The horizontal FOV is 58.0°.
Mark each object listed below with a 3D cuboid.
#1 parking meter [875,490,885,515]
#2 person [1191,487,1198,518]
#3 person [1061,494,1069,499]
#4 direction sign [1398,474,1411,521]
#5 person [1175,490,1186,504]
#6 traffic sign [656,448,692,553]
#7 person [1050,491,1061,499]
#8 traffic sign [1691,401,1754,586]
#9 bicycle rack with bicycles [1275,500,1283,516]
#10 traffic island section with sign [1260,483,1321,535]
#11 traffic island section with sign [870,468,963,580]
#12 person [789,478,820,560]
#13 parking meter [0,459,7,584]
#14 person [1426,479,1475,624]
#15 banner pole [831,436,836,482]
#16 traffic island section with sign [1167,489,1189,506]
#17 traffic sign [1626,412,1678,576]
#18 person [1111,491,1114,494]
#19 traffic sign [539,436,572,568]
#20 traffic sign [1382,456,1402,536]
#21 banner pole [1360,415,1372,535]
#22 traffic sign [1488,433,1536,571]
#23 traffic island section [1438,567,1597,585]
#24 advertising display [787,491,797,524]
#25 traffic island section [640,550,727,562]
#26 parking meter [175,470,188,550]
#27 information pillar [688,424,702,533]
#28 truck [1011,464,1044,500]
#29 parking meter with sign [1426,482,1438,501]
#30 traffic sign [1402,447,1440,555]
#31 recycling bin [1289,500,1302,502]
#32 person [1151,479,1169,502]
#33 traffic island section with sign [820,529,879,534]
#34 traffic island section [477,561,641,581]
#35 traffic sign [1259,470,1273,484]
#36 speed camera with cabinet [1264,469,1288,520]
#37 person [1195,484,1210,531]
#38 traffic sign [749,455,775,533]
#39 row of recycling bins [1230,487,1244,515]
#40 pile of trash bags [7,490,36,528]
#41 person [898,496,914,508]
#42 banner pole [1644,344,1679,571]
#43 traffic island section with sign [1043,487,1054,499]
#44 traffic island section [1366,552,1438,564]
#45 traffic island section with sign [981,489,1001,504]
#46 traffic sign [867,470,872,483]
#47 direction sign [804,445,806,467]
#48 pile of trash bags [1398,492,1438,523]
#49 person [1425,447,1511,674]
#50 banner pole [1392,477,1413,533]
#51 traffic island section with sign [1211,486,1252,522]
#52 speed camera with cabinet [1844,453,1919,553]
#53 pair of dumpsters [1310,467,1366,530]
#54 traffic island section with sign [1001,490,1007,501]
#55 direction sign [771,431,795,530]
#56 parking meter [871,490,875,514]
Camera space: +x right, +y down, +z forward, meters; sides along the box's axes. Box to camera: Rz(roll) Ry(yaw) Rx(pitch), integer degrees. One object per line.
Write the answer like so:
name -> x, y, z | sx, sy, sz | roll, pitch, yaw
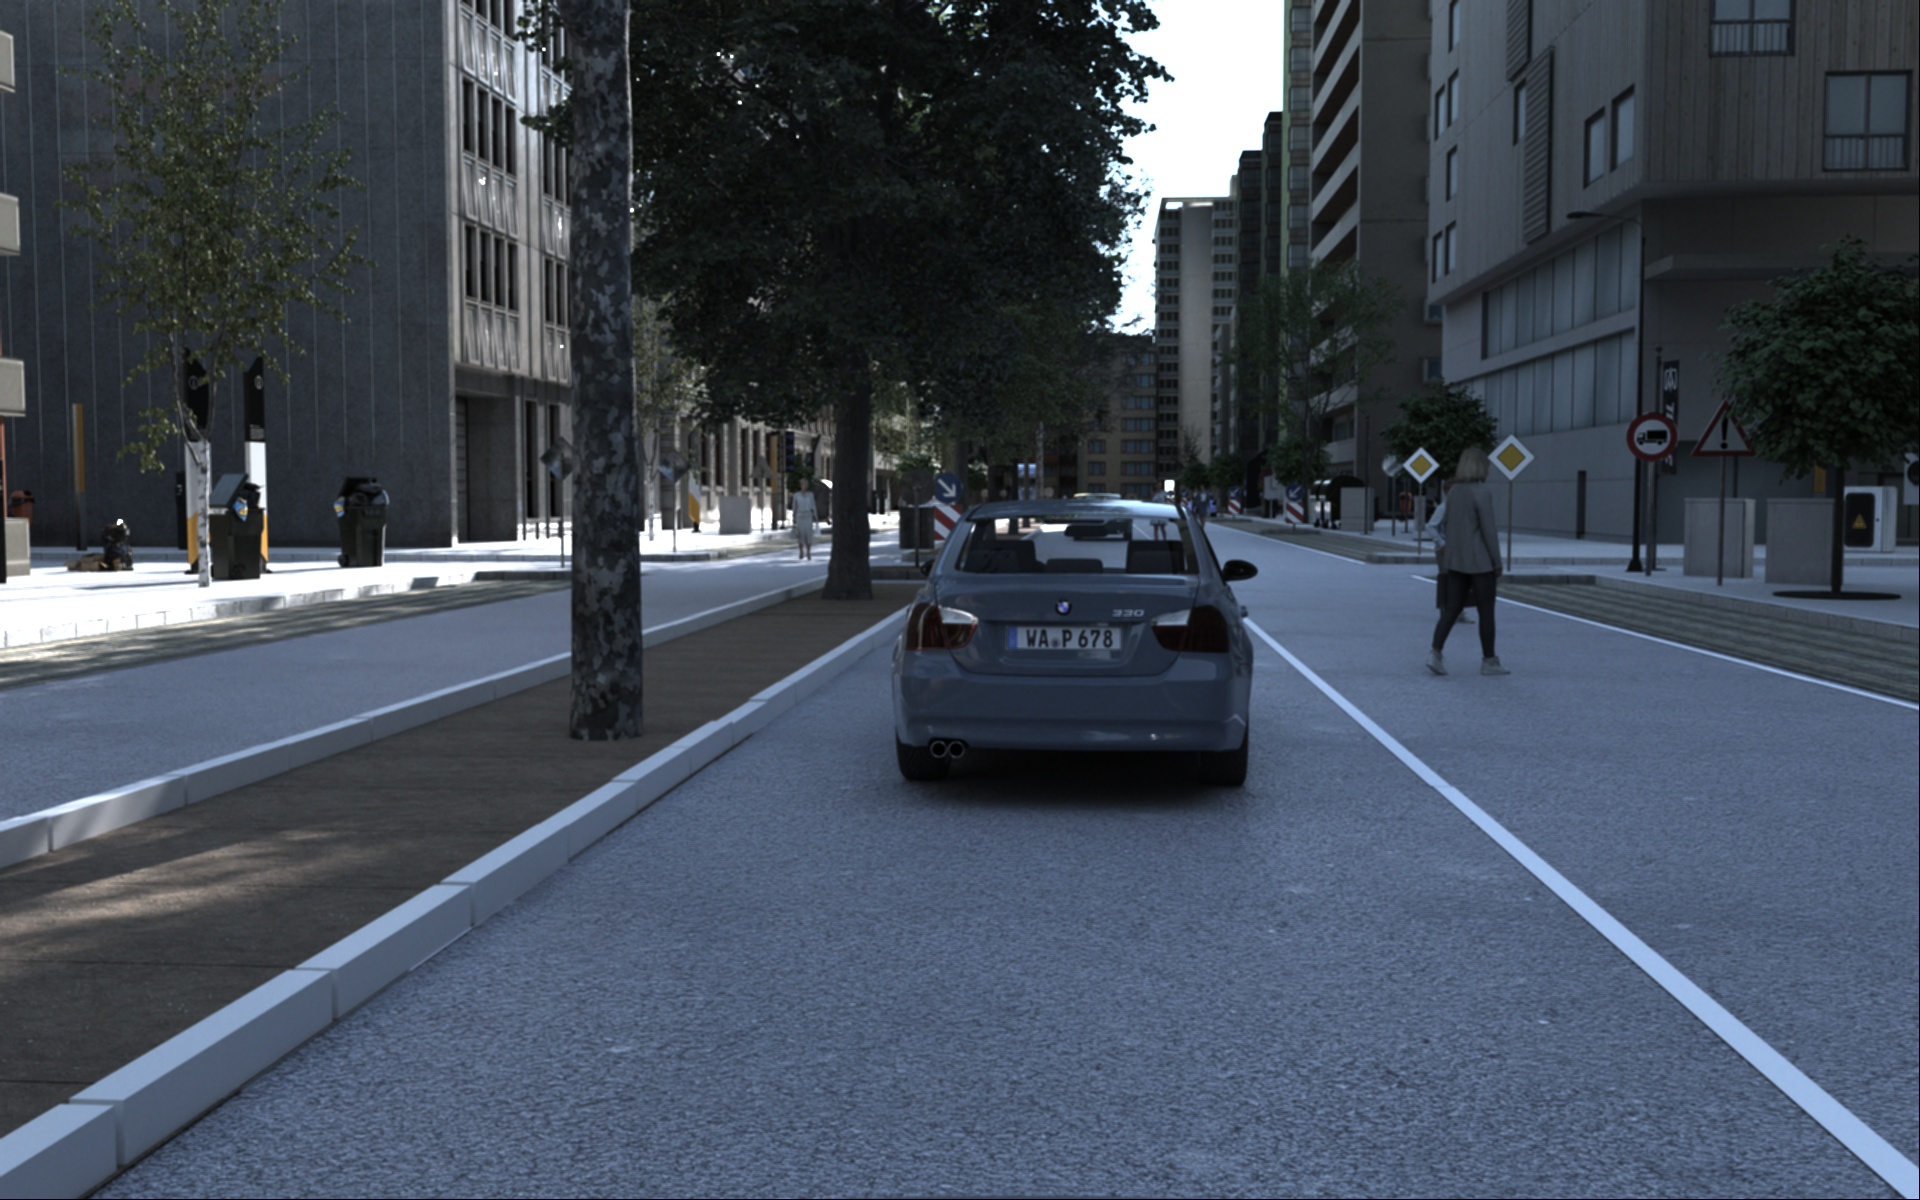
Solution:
parking meter -> -4.836, -6.038, 107.135 | 0.372, 1.533, 0.369 | 0, 3, 0
person -> 13.268, -5.442, 97.435 | 0.622, 1.834, 0.822 | 1, 4, 19
person -> 8.957, -8.344, 148.108 | 0.799, 1.438, 0.628 | -2, 4, -33
direction sign -> 20.960, -5.505, 81.997 | 0.379, 3.537, 0.876 | -3, 5, -43
person -> 18.430, -8.267, 144.382 | 1.217, 1.735, 0.721 | -2, 4, -27
traffic sign -> -6.257, -2.097, 37.928 | 0.795, 2.450, 0.064 | 0, 4, 5
person -> 10.269, -10.901, 186.825 | 1.348, 1.812, 0.705 | 0, 4, 0
traffic sign -> 10.643, -1.479, 24.190 | 0.884, 2.594, 0.081 | 0, 4, 5
bicycle rack with bicycles -> 19.476, -5.534, 103.855 | 2.852, 0.926, 2.925 | 0, 4, 1
traffic island section with sign -> 11.768, -3.259, 61.917 | 1.989, 1.847, 2.006 | 0, 4, 5
traffic island section with sign -> -0.808, -1.324, 29.786 | 2.006, 1.907, 1.989 | 0, 4, 5
person -> -3.358, -1.768, 37.754 | 0.694, 1.780, 0.624 | 0, 4, 6
parking meter -> -13.866, -1.166, 24.783 | 0.399, 1.863, 0.255 | 3, 5, 42
person -> 5.426, -0.540, 19.142 | 0.589, 1.601, 0.330 | -2, 4, -25
banner pole -> -5.355, -5.172, 74.582 | 0.401, 3.779, 0.863 | -3, 5, -43
traffic island section with sign -> 17.798, -7.928, 138.256 | 1.989, 1.847, 2.006 | 0, 4, 5
traffic sign -> 10.797, -1.650, 27.092 | 0.768, 2.556, 0.104 | 1, 4, 11
person -> 16.075, -10.669, 183.760 | 0.721, 1.723, 1.217 | -1, 4, -22
traffic sign -> -6.887, -1.610, 29.968 | 0.795, 2.450, 0.064 | 0, 4, 5
traffic sign -> 13.214, -3.218, 52.717 | 0.768, 2.556, 0.104 | 1, 4, 10
banner pole -> 12.982, -3.981, 55.114 | 0.401, 3.779, 0.863 | 1, 4, 23
traffic sign -> 9.106, -1.532, 28.688 | 0.795, 2.450, 0.064 | 0, 4, 5
traffic island section -> 9.130, -0.396, 28.763 | 2.009, 0.180, 2.903 | 0, 4, 5
advertising display -> -6.879, -4.198, 73.843 | 0.974, 1.923, 0.123 | 0, 4, 4
traffic island section -> -6.281, -0.961, 37.992 | 2.009, 0.180, 2.903 | 0, 4, 5
parking meter -> -17.808, -2.090, 39.875 | 0.255, 1.863, 0.399 | 2, 4, 30
information pillar -> -8.857, -4.061, 57.759 | 0.183, 3.616, 0.504 | 2, 4, 30
truck -> 6.549, -10.516, 161.689 | 2.967, 4.110, 18.799 | 0, 4, 4
parking meter with sign -> 22.301, -5.214, 81.517 | 1.738, 3.016, 0.543 | 1, 4, 18
traffic sign -> 9.736, -2.019, 36.648 | 0.795, 2.450, 0.064 | 0, 4, 5
recycling bin -> 15.043, -3.945, 77.049 | 0.722, 1.027, 0.722 | 0, 4, 1
person -> 5.173, -2.239, 45.199 | 0.616, 1.811, 0.778 | 1, 4, 23
traffic island section with sign -> -3.991, -3.310, 62.745 | 1.989, 1.847, 2.006 | 0, 4, 5
traffic island section -> -6.911, -0.474, 30.032 | 2.009, 0.180, 2.903 | 0, 4, 5
traffic sign -> 16.520, -5.704, 93.371 | 0.768, 2.556, 0.104 | 0, 4, 6
speed camera with cabinet -> 16.345, -5.674, 87.104 | 2.038, 3.252, 0.660 | -1, 4, -15
person -> 9.499, -3.614, 67.606 | 0.581, 1.822, 0.654 | 2, 4, 25
traffic sign -> -6.597, -3.531, 57.737 | 0.884, 2.594, 0.081 | 1, 4, 9
row of recycling bins -> 17.421, -6.171, 108.003 | 1.069, 1.692, 3.534 | 0, 4, 0
pile of trash bags -> -22.438, -1.843, 39.882 | 1.912, 1.369, 3.447 | 0, 4, 2
person -> -2.735, -4.725, 86.022 | 0.850, 1.792, 0.678 | 3, 4, 39
banner pole -> 11.700, -2.372, 28.794 | 0.401, 3.779, 0.863 | 0, 4, -8
traffic island section with sign -> 5.700, -6.357, 112.075 | 2.006, 1.907, 1.989 | 0, 4, 5
traffic island section -> 9.760, -0.883, 36.723 | 2.009, 0.180, 2.903 | 0, 4, 5
traffic island section with sign -> 2.080, -8.007, 139.535 | 1.989, 1.847, 2.006 | 0, 4, 5
traffic sign -> -4.821, -5.343, 87.469 | 0.768, 2.556, 0.104 | 1, 4, 8
direction sign -> -7.133, -5.362, 79.660 | 0.379, 3.537, 0.876 | 0, 4, 0
pile of trash bags -> 20.862, -4.086, 76.562 | 1.912, 1.369, 3.447 | -3, 5, -40
person -> 4.002, -0.312, 13.790 | 0.728, 1.800, 0.709 | -1, 4, -22
banner pole -> 14.598, -4.111, 57.228 | 0.863, 3.779, 0.401 | -2, 4, -27
traffic island section with sign -> 13.885, -4.903, 88.789 | 1.989, 1.847, 2.006 | 0, 4, 5
speed camera with cabinet -> 20.156, -2.634, 37.399 | 0.660, 3.252, 2.038 | -2, 4, -35
pair of dumpsters -> 14.030, -3.776, 64.227 | 1.574, 2.255, 4.437 | 0, 4, 5
traffic island section with sign -> 4.254, -9.685, 166.974 | 1.989, 1.847, 2.006 | 0, 4, 5
direction sign -> -6.389, -4.310, 62.463 | 0.876, 3.537, 0.379 | 1, 4, 11
parking meter -> -5.452, -6.198, 109.743 | 0.372, 1.533, 0.369 | 0, 3, 0
